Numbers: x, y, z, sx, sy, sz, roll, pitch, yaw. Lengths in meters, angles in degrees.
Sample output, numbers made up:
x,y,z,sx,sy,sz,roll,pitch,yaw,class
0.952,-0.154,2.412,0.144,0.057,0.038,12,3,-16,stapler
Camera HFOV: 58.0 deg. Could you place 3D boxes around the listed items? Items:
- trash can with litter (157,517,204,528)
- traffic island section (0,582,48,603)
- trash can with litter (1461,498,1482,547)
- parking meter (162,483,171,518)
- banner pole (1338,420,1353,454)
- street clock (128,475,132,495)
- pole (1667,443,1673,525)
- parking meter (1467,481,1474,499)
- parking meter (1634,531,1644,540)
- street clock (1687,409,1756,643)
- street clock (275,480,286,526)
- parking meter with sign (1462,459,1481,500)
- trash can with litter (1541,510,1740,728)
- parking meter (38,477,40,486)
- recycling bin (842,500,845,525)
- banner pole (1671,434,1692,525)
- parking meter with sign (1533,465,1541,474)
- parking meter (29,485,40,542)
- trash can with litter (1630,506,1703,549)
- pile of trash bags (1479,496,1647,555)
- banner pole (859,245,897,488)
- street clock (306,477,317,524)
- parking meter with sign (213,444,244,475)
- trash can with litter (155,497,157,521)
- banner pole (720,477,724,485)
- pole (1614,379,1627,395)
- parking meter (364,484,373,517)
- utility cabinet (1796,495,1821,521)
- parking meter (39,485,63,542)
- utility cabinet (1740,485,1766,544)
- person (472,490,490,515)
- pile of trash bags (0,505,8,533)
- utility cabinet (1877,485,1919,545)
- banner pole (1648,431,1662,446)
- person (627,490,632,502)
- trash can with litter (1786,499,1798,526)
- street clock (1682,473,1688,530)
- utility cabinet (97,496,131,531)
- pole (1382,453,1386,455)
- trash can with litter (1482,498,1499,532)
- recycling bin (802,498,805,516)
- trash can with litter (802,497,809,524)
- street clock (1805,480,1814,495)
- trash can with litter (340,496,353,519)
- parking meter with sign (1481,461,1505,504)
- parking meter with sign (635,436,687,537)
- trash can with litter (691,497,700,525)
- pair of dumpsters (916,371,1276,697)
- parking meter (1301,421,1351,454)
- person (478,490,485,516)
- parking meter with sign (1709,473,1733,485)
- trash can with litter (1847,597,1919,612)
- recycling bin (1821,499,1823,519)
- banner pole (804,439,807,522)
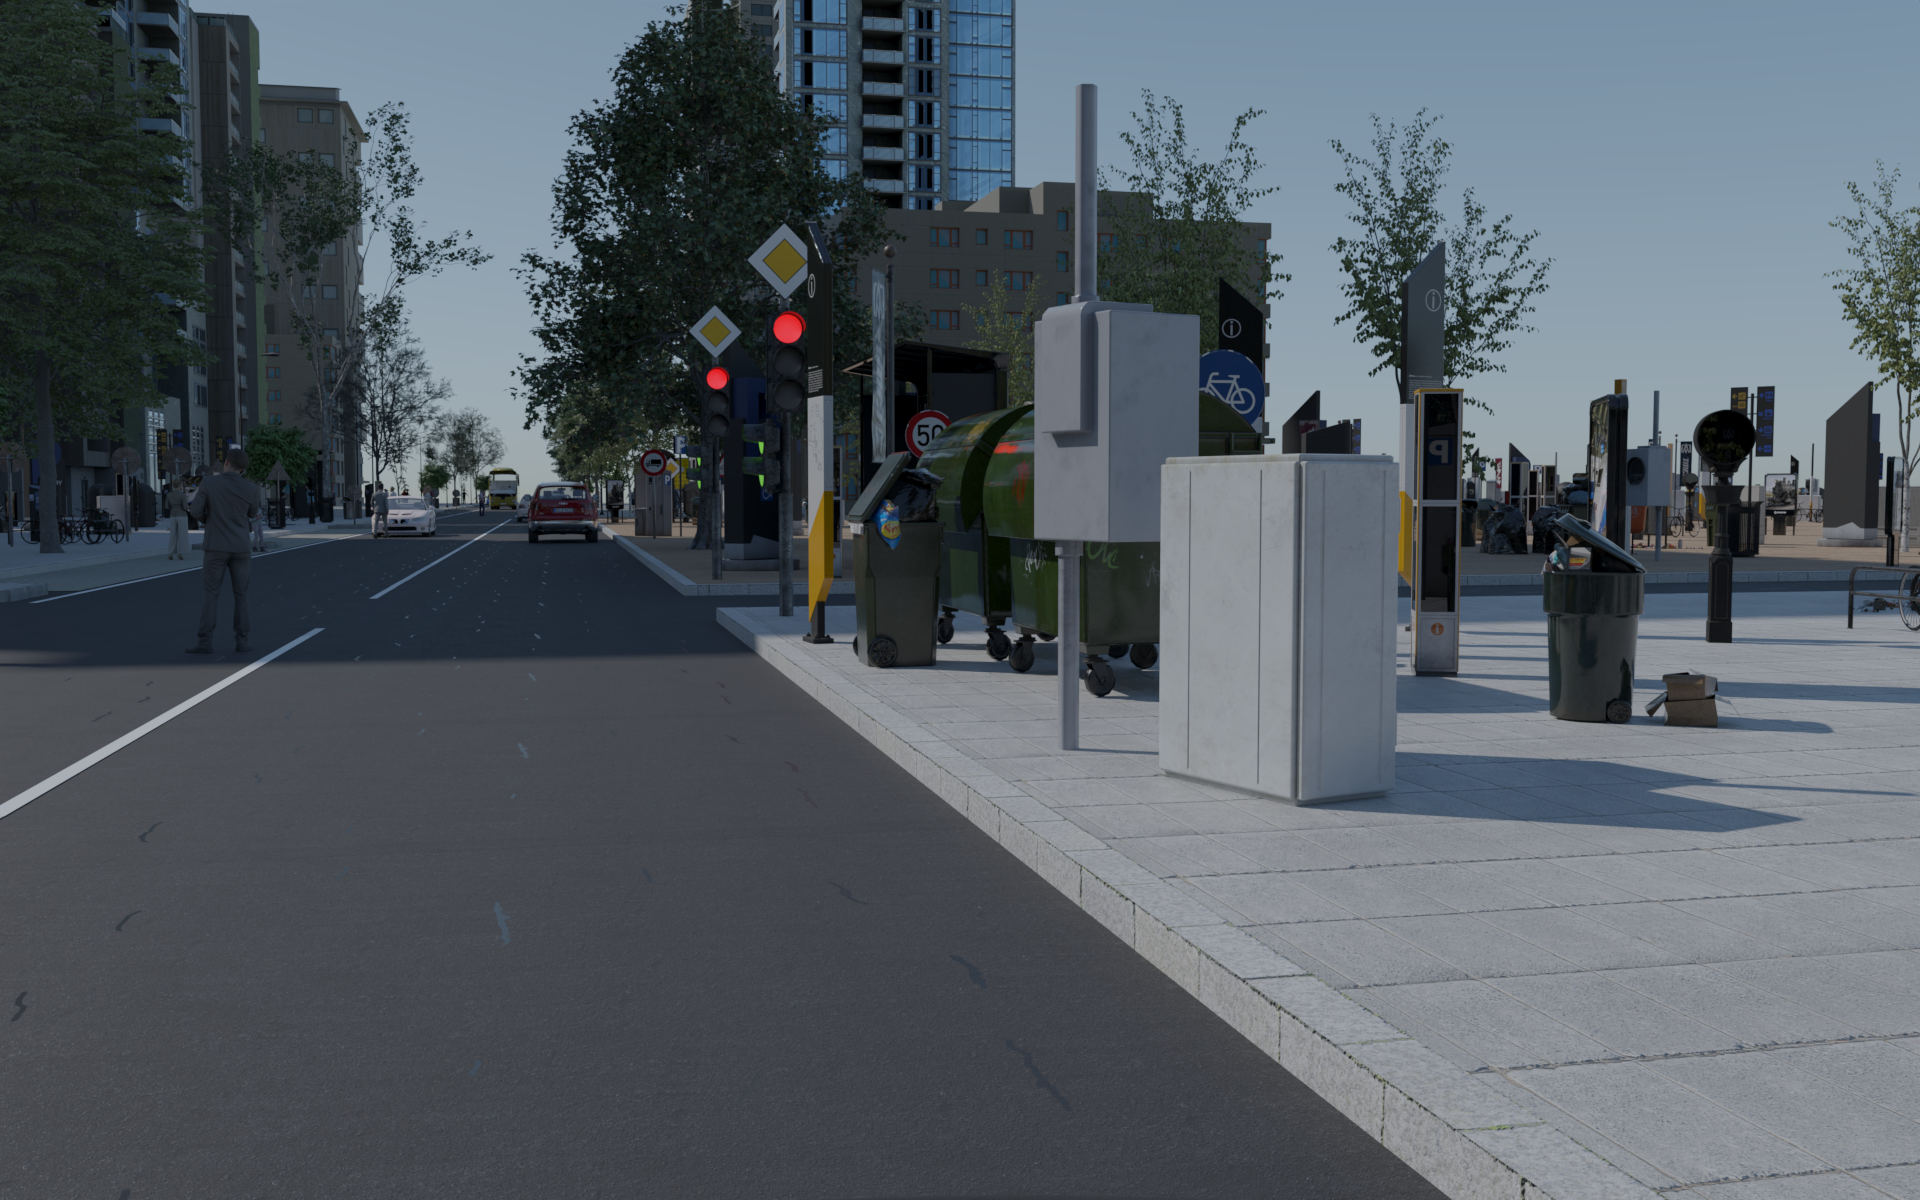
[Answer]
x,y,z,sx,sy,sz,roll,pitch,yaw,class
-28.761,-3.317,65.288,2.233,1.210,1.678,-3,5,-40,trash can with litter
-13.791,-0.082,23.629,2.009,0.180,2.903,-1,4,-13,traffic island section
12.315,-1.893,42.342,0.624,1.170,1.055,1,4,11,trash can with litter
-41.807,-5.237,91.329,0.399,1.863,0.255,0,4,-3,parking meter
13.051,-4.196,58.614,0.863,3.779,0.401,1,4,9,banner pole
-31.051,-3.662,64.443,0.471,2.002,0.358,1,4,9,street clock
28.574,-4.642,69.744,0.158,3.312,0.155,0,3,0,pole
23.356,-4.498,79.260,0.255,1.863,0.399,0,4,1,parking meter
18.962,-2.611,48.408,0.255,1.863,0.399,2,4,31,parking meter
6.569,-0.634,14.934,0.471,2.002,0.358,1,4,15,street clock
-26.696,-3.885,68.093,0.358,2.002,0.471,1,4,8,street clock
24.592,-5.457,85.488,1.738,3.016,0.543,2,4,33,parking meter with sign
3.844,0.096,9.826,1.055,1.170,0.624,1,4,19,trash can with litter
-26.712,-2.747,50.624,0.399,1.863,0.255,2,4,25,parking meter
-5.258,-3.631,71.920,0.722,1.027,0.722,1,4,22,recycling bin
30.042,-5.022,72.135,0.863,3.779,0.401,2,4,30,banner pole
34.788,-6.587,103.964,0.543,3.016,1.738,2,4,27,parking meter with sign
-24.981,-2.354,46.900,0.372,1.533,0.369,0,3,0,parking meter
16.390,-1.848,41.280,1.678,1.210,2.233,-2,4,-27,trash can with litter
12.898,-1.670,37.050,3.447,1.369,1.912,1,4,19,pile of trash bags
-0.759,-1.668,17.287,0.401,3.779,0.863,1,4,14,banner pole
-27.796,-4.262,74.247,0.471,2.002,0.358,2,4,33,street clock
-25.700,-3.931,60.531,1.738,3.016,0.543,3,4,39,parking meter with sign
-38.671,-4.359,82.329,2.233,1.210,1.678,1,4,19,trash can with litter
-7.436,-4.068,56.521,0.863,3.779,0.401,1,4,15,banner pole
11.725,-2.262,30.832,0.158,3.312,0.155,0,3,0,pole
-32.890,-5.544,96.355,0.399,1.863,0.255,1,4,18,parking meter
40.011,-4.312,81.668,0.306,1.237,1.020,-3,5,-42,utility cabinet
-24.274,-2.324,46.401,0.372,1.533,0.369,0,3,0,parking meter
19.924,-2.173,44.206,0.318,1.500,1.173,-2,4,-34,utility cabinet
-33.061,-6.758,119.672,1.217,1.739,0.721,-2,4,-24,person
-33.026,-2.887,56.954,3.447,1.369,1.912,1,4,18,pile of trash bags
23.261,-2.103,43.071,1.173,1.500,0.318,2,4,35,utility cabinet
27.605,-4.820,68.817,0.401,3.779,0.863,-1,4,-21,banner pole
-40.425,-12.645,212.810,0.705,1.821,1.348,3,4,37,person
32.824,-3.503,68.665,0.624,1.170,1.055,1,4,19,trash can with litter
25.066,-3.360,59.506,0.471,2.002,0.358,0,4,-7,street clock
-29.210,-2.974,59.791,0.306,1.237,1.020,3,5,41,utility cabinet
21.123,-5.662,86.411,0.158,3.312,0.155,0,3,0,pole
14.479,-2.221,47.700,0.624,1.170,1.055,1,4,23,trash can with litter
-9.312,-5.469,101.969,0.722,1.027,0.722,0,4,5,recycling bin
-6.181,-3.781,73.210,0.624,1.170,1.055,2,4,24,trash can with litter
43.385,-5.132,88.477,0.471,2.002,0.358,-3,5,-41,street clock
-31.023,-4.672,87.767,0.624,1.170,1.055,-1,4,-12,trash can with litter
27.800,-5.750,90.270,0.543,3.016,1.738,-2,4,-30,parking meter with sign
-9.112,-3.437,52.449,1.738,3.016,0.543,2,4,30,parking meter with sign
-10.790,-3.677,71.504,0.624,1.170,1.055,0,4,-6,trash can with litter
0.832,-0.638,12.931,1.574,2.255,4.437,-1,4,-13,pair of dumpsters
2.911,-0.502,13.918,0.399,1.863,0.255,0,4,3,parking meter
-31.072,-6.312,112.640,0.436,1.711,0.756,-1,4,-23,person
26.740,-3.945,60.765,0.543,3.016,1.738,0,4,-4,parking meter with sign
10.726,-0.514,19.468,2.233,1.210,1.678,-2,4,-26,trash can with litter
42.784,-4.548,86.906,0.722,1.027,0.722,3,5,43,recycling bin
-6.758,-5.412,78.500,0.863,3.779,0.401,-1,4,-17,banner pole
